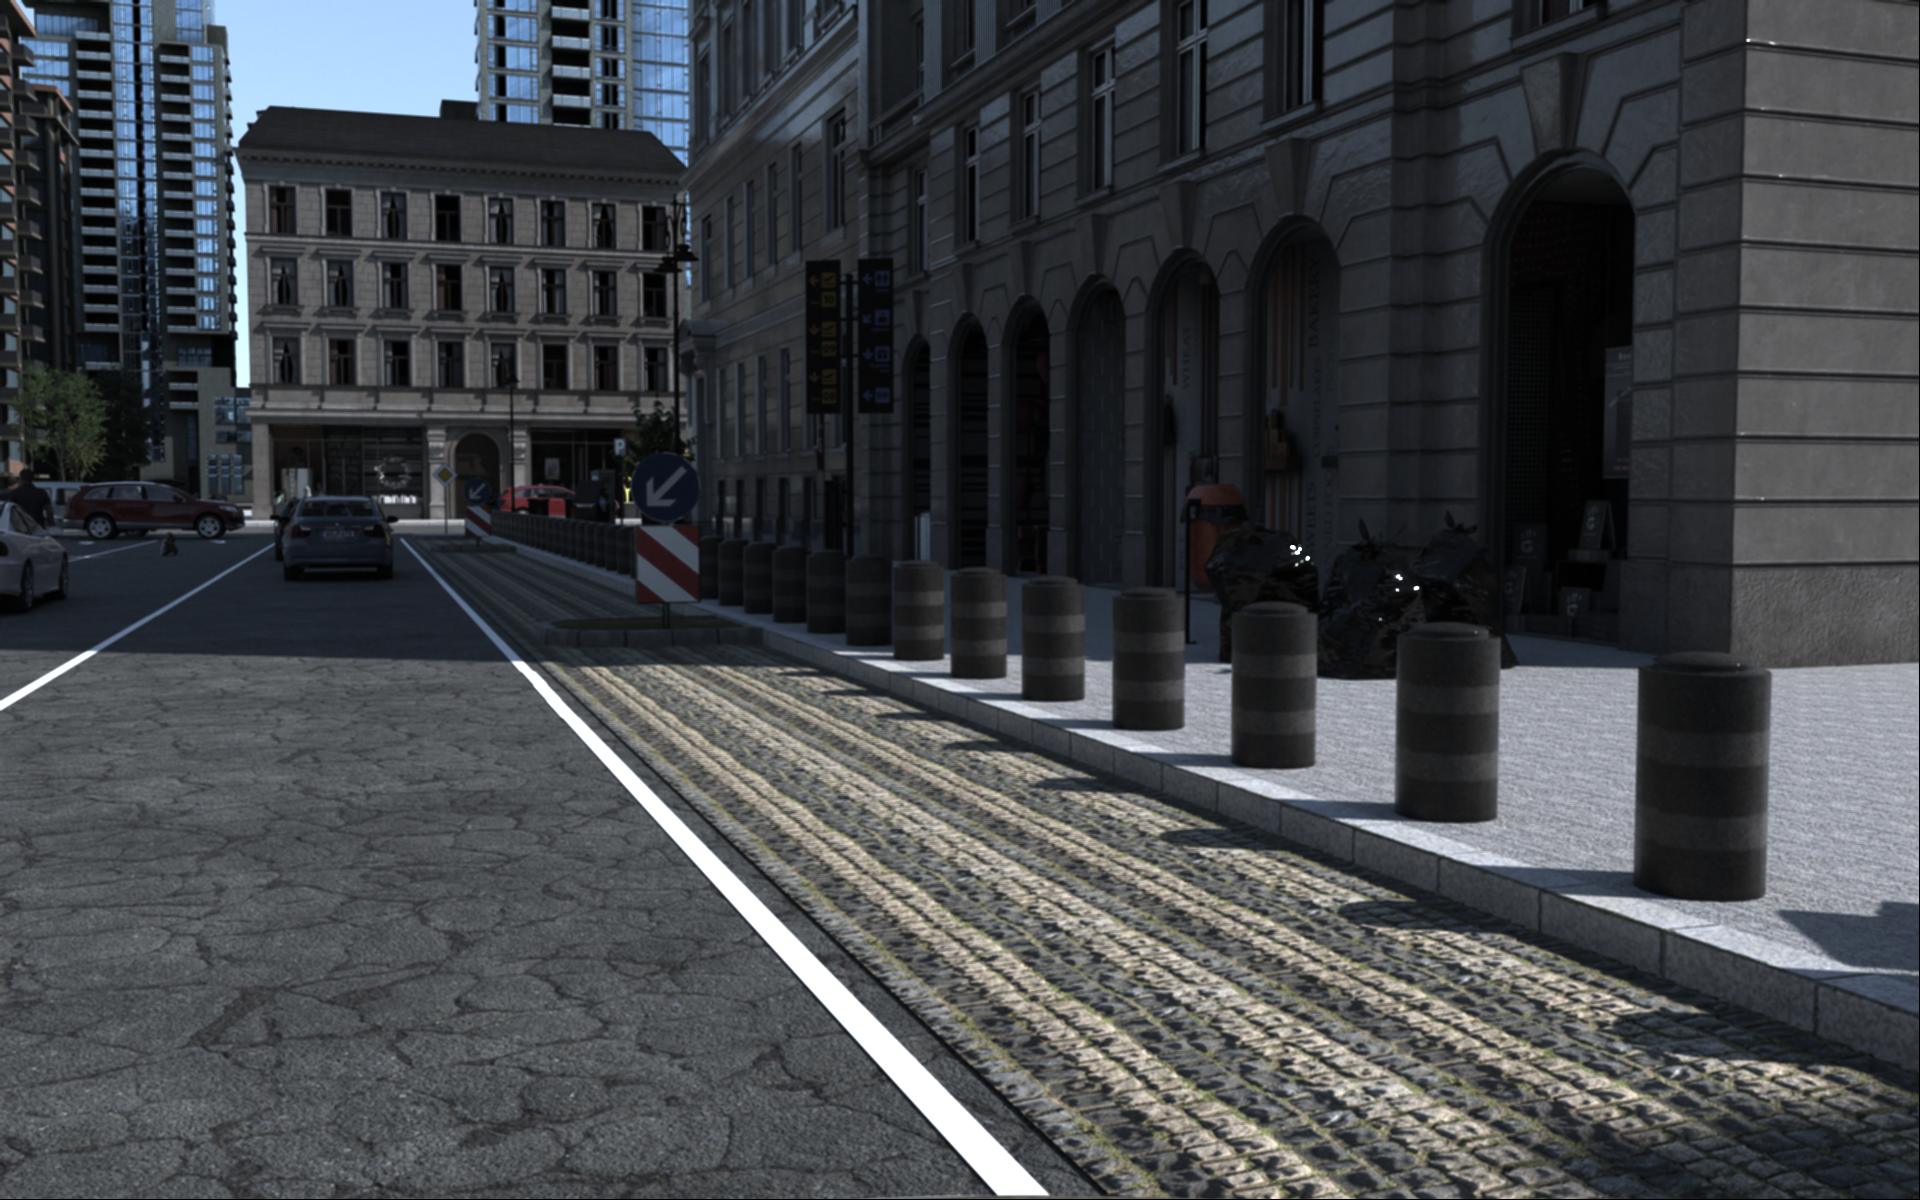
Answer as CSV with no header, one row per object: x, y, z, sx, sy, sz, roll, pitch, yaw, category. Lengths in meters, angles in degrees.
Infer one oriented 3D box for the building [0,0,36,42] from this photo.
-89.270,-29.854,142.734,22.147,44.769,28.867,-1,4,-19,building

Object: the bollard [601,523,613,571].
-5.749,-0.879,29.093,0.404,0.777,0.398,0,3,0,bollard

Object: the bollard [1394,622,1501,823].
1.948,0.477,6.922,0.404,0.777,0.398,0,3,0,bollard

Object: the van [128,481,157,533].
-31.146,-3.542,64.918,2.013,2.044,4.112,-1,4,-19,van

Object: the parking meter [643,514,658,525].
-8.104,-2.422,45.312,0.255,1.863,0.399,1,4,16,parking meter

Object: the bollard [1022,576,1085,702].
0.585,0.236,10.859,0.404,0.777,0.398,0,3,0,bollard

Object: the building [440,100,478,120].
-47.923,-30.656,184.825,14.154,41.232,14.086,-1,4,-19,building

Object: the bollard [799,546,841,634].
-1.222,-0.082,16.064,0.404,0.777,0.398,0,3,0,bollard

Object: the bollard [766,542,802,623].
-1.677,-0.162,17.373,0.404,0.777,0.398,0,3,0,bollard

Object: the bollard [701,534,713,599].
-3.038,-0.401,21.278,0.404,0.777,0.398,0,3,0,bollard

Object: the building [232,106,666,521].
-34.407,-14.484,87.731,40.483,20.767,10.553,-1,4,-19,building

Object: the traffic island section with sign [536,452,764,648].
-3.121,-0.515,17.045,1.989,1.847,2.006,-1,4,-19,traffic island section with sign

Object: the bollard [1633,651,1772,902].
2.405,0.556,5.618,0.404,0.777,0.398,0,3,0,bollard

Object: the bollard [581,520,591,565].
-6.650,-1.038,31.693,0.404,0.777,0.398,0,3,0,bollard

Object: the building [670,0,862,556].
0.709,-15.879,45.532,13.634,28.700,20.117,-1,4,-19,building

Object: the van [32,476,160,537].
-28.897,-3.102,57.733,4.112,2.044,2.013,-1,4,-18,van

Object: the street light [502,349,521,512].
-14.289,-5.044,55.261,0.468,5.910,1.993,-1,4,-19,street light

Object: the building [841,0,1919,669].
7.343,-11.187,24.704,13.314,21.916,24.055,-1,4,-19,building

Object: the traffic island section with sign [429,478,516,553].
-12.083,-2.091,42.814,1.989,1.847,2.006,-1,4,-19,traffic island section with sign

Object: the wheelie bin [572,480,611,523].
-8.328,-1.909,39.126,0.980,1.594,0.693,1,4,20,wheelie bin

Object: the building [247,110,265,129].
-85.062,-40.180,246.177,27.495,52.752,28.713,-1,4,-19,building

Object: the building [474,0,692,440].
-36.657,-52.035,163.441,22.319,86.520,31.000,-1,4,-19,building

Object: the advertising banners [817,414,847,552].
-1.530,-1.483,20.443,0.090,3.025,2.074,0,4,5,advertising banners

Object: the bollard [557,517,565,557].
-8.006,-1.277,35.602,0.404,0.777,0.398,0,3,0,bollard

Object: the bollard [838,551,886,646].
-0.773,-0.003,14.764,0.404,0.777,0.398,0,3,0,bollard

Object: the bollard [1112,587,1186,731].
1.039,0.317,9.542,0.404,0.777,0.398,0,3,0,bollard

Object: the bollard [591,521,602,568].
-6.200,-0.959,30.393,0.404,0.777,0.398,0,3,0,bollard

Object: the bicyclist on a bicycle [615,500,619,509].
-12.859,-3.269,63.469,1.499,1.676,1.625,-1,4,-18,bicyclist on a bicycle

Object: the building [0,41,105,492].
-104.619,-31.918,176.478,28.867,44.769,22.147,-1,4,-19,building

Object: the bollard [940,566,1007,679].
0.131,0.157,12.158,0.404,0.777,0.398,0,3,0,bollard

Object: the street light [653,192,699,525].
-4.391,-3.307,26.851,0.468,5.910,1.993,-1,4,-19,street light

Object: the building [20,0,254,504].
-111.987,-56.322,233.541,31.000,86.520,22.319,-1,4,-19,building

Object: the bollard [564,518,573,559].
-7.558,-1.198,34.301,0.404,0.777,0.398,0,3,0,bollard

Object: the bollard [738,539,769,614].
-2.131,-0.242,18.677,0.404,0.777,0.398,0,3,0,bollard

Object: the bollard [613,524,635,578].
-5.296,-0.799,27.784,0.404,0.777,0.398,0,3,0,bollard

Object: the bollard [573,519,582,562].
-7.103,-1.118,33.002,0.404,0.777,0.398,0,3,0,bollard

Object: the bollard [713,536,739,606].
-2.584,-0.322,19.976,0.404,0.777,0.398,0,3,0,bollard

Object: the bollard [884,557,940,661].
-0.321,0.077,13.464,0.404,0.777,0.398,0,3,0,bollard

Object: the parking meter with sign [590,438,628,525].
-11.058,-3.501,53.510,0.543,3.016,1.738,2,4,34,parking meter with sign

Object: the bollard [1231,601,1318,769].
1.494,0.396,8.242,0.404,0.777,0.398,0,3,0,bollard
